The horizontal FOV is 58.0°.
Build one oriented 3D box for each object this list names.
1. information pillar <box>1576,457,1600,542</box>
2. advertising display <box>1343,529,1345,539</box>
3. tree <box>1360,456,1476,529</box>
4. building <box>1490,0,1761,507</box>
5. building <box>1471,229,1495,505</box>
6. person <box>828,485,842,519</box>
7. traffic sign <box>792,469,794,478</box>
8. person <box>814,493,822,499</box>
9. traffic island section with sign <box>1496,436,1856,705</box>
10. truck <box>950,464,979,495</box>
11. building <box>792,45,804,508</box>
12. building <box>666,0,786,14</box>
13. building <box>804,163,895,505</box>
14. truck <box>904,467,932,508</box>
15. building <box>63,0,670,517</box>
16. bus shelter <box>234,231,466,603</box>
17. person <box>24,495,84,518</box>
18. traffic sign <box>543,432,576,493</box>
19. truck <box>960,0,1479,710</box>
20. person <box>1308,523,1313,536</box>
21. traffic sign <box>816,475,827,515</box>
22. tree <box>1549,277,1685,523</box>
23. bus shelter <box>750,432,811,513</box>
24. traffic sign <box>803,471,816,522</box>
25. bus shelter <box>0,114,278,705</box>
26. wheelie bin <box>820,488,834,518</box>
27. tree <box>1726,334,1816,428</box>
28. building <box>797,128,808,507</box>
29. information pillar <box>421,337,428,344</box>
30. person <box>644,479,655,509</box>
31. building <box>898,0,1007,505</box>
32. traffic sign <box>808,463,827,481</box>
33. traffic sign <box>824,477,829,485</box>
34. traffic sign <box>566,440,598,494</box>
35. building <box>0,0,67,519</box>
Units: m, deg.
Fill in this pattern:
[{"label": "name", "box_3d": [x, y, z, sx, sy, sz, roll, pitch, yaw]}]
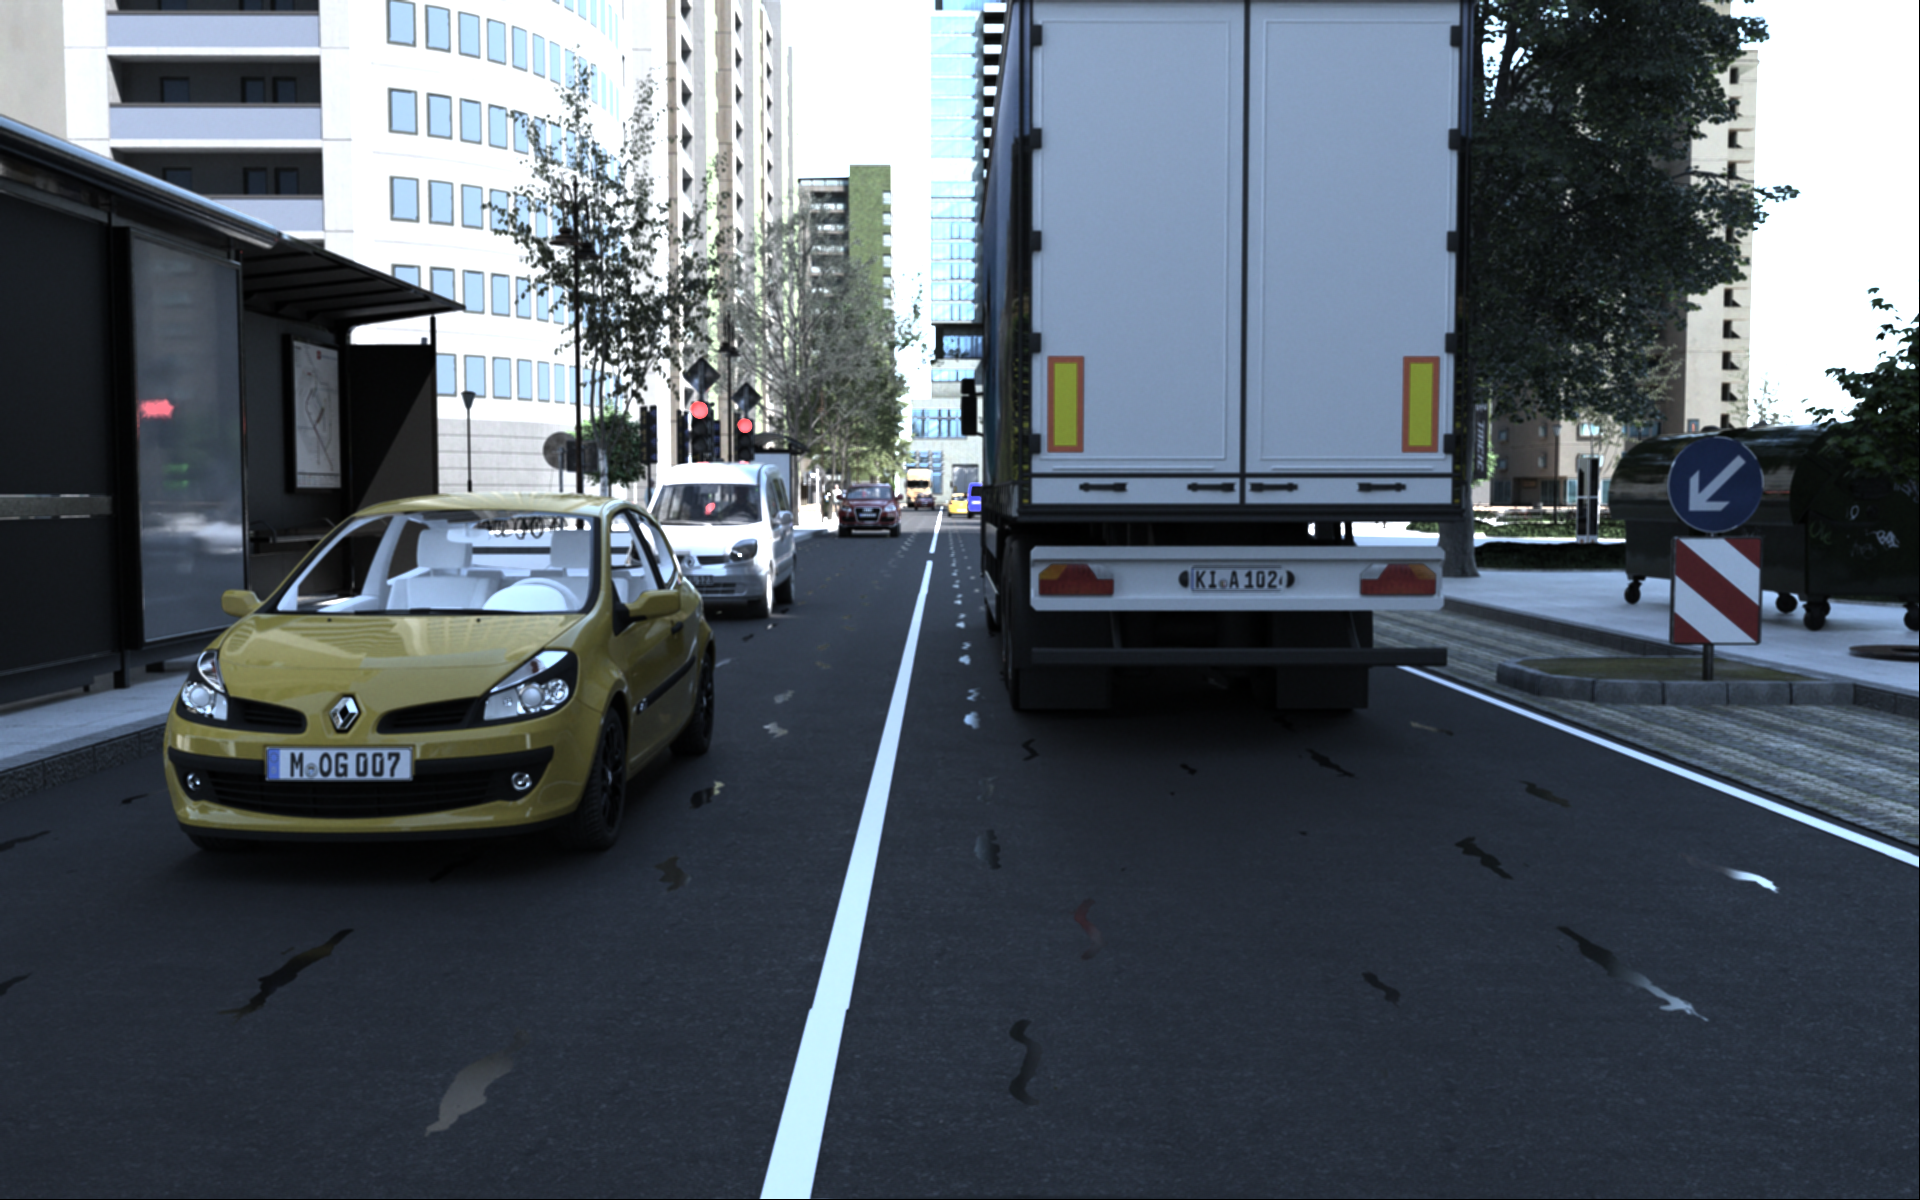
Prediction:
[{"label": "information pillar", "box_3d": [12.551, -1.844, 34.639, 0.304, 2.012, 0.304, -2, 4, -30]}, {"label": "advertising display", "box_3d": [10.076, -2.443, 45.156, 0.123, 1.923, 0.974, 1, 4, 9]}, {"label": "tree", "box_3d": [15.700, -4.890, 63.662, 4.285, 4.588, 4.351, 0, 3, 0]}, {"label": "building", "box_3d": [68.058, -33.770, 175.834, 21.600, 48.544, 21.300, 0, 4, 0]}, {"label": "building", "box_3d": [58.704, -32.632, 217.127, 14.086, 41.232, 14.154, 0, 4, 0]}, {"label": "person", "box_3d": [-6.443, -5.068, 89.384, 0.782, 1.767, 0.515, -2, 4, -26]}, {"label": "traffic sign", "box_3d": [-7.713, -4.757, 77.512, 0.795, 2.593, 0.064, 1, 4, 8]}, {"label": "person", "box_3d": [-11.045, -8.149, 139.289, 1.348, 1.823, 0.705, 1, 4, 16]}, {"label": "traffic island section with sign", "box_3d": [5.053, -0.244, 12.623, 1.989, 1.847, 2.006, 0, 4, 0]}, {"label": "truck", "box_3d": [0.476, -10.963, 168.153, 2.839, 4.237, 11.283, 0, 4, 0]}, {"label": "building", "box_3d": [-21.839, -28.723, 153.223, 14.154, 41.232, 14.086, 0, 4, 0]}, {"label": "building", "box_3d": [-21.382, -27.858, 139.076, 14.154, 41.232, 14.086, 0, 4, 0]}, {"label": "building", "box_3d": [-15.164, -32.611, 216.782, 14.086, 41.232, 14.154, 0, 4, 0]}, {"label": "truck", "box_3d": [-4.317, -11.955, 184.380, 2.839, 4.237, 11.283, 0, 4, 0]}, {"label": "building", "box_3d": [-24.748, -32.314, 70.327, 21.231, 58.520, 28.212, 0, 4, 0]}, {"label": "bus shelter", "box_3d": [-6.982, -1.672, 18.617, 1.731, 3.624, 6.357, 0, 4, -1]}, {"label": "person", "box_3d": [-10.173, -0.800, 19.470, 0.721, 1.781, 0.623, 3, 5, 45]}, {"label": "traffic sign", "box_3d": [-8.191, -2.169, 35.577, 0.768, 2.556, 0.104, 0, 4, 5]}, {"label": "truck", "box_3d": [1.458, -1.581, 14.758, 2.839, 4.237, 11.283, 0, 4, 0]}, {"label": "person", "box_3d": [8.365, -1.979, 41.610, 0.760, 1.731, 0.466, 1, 4, 16]}, {"label": "traffic sign", "box_3d": [-8.627, -6.539, 107.015, 0.768, 2.556, 0.104, 1, 4, 9]}, {"label": "tree", "box_3d": [21.322, -6.545, 57.369, 4.360, 8.622, 3.978, 0, 3, 0]}, {"label": "bus shelter", "box_3d": [-6.329, -4.013, 59.532, 2.014, 3.302, 5.546, 0, 4, 0]}, {"label": "traffic sign", "box_3d": [-6.793, -4.655, 78.234, 0.606, 2.300, 0.079, 0, 4, 1]}, {"label": "bus shelter", "box_3d": [-6.265, -1.914, 8.925, 2.179, 5.291, 8.768, 0, 4, -1]}, {"label": "wheelie bin", "box_3d": [-7.231, -5.300, 94.564, 0.693, 1.594, 0.980, -1, 4, -17]}, {"label": "tree", "box_3d": [37.786, -7.988, 80.964, 4.360, 8.622, 3.978, 0, 3, 0]}, {"label": "building", "box_3d": [-29.543, -31.824, 174.947, 28.867, 44.769, 22.147, 0, 4, 0]}, {"label": "information pillar", "box_3d": [-7.918, -2.098, 25.664, 0.183, 3.616, 0.504, -1, 4, -13]}, {"label": "person", "box_3d": [-9.679, -2.898, 53.911, 0.515, 1.767, 0.782, 0, 4, 7]}, {"label": "building", "box_3d": [7.883, -55.487, 219.885, 31.000, 86.520, 22.319, 0, 4, 0]}, {"label": "traffic sign", "box_3d": [-6.125, -4.557, 74.243, 0.795, 2.593, 0.064, 0, 4, 6]}, {"label": "traffic sign", "box_3d": [-8.782, -6.817, 111.188, 0.795, 2.593, 0.064, 0, 4, 5]}, {"label": "traffic sign", "box_3d": [-7.151, -1.877, 32.812, 0.606, 2.300, 0.079, 0, 4, 3]}, {"label": "building", "box_3d": [-24.516, -23.969, 15.596, 21.600, 48.544, 21.300, 0, 4, 0]}]
